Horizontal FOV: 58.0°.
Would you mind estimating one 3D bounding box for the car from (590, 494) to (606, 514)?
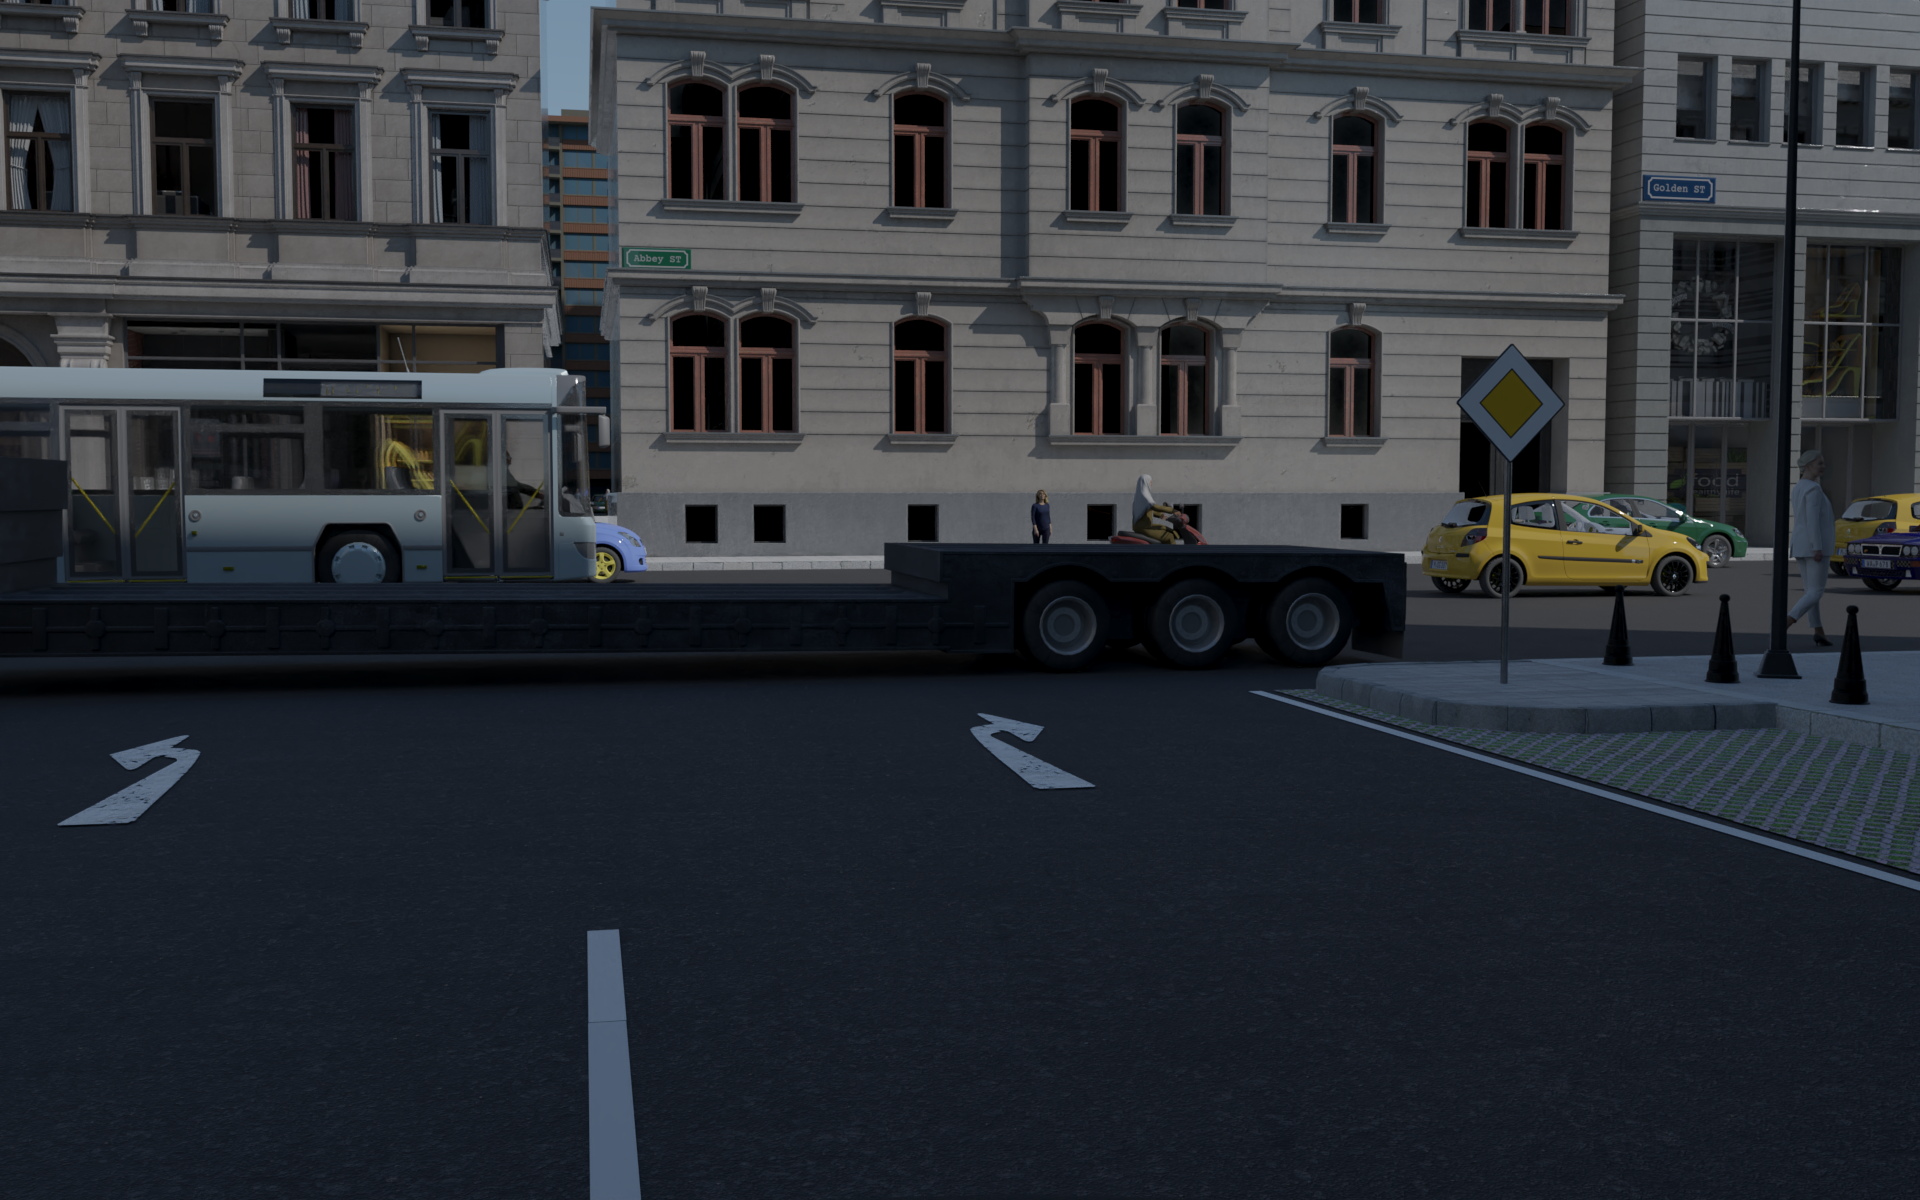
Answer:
[{"bbox_3d":[-23.470,-6.370,113.939,2.009,1.686,4.222,-1,4,-11],"label":"car"}]

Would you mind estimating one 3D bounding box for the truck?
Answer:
[{"bbox_3d":[-5.692,-1.444,13.371,18.799,4.110,2.967,-1,4,-13],"label":"truck"}]

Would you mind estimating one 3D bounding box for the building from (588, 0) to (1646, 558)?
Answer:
[{"bbox_3d":[2.650,-15.599,42.438,23.554,28.519,14.401,-1,4,-12],"label":"building"}]

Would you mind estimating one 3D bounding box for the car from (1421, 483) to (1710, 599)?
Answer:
[{"bbox_3d":[8.660,-0.887,24.727,3.980,1.641,2.015,-1,4,-10],"label":"car"}]

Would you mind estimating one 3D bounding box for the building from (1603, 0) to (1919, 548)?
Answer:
[{"bbox_3d":[28.824,-16.519,47.582,29.804,29.767,11.434,-1,4,-12],"label":"building"}]

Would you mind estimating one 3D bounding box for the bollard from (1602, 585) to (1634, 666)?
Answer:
[{"bbox_3d":[4.949,0.186,13.007,0.229,0.601,0.229,0,3,0],"label":"bollard"}]

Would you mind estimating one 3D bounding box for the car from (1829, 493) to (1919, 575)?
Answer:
[{"bbox_3d":[17.146,-1.215,30.093,3.980,1.641,2.015,-1,4,-11],"label":"car"}]

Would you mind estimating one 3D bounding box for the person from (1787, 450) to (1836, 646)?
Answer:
[{"bbox_3d":[7.902,-0.478,16.200,0.818,1.842,0.514,-1,4,-17],"label":"person"}]

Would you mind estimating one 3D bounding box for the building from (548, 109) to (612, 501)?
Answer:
[{"bbox_3d":[-43.179,-33.382,200.412,28.867,44.769,22.147,-1,4,-12],"label":"building"}]

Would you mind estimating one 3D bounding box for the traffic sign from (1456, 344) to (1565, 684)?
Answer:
[{"bbox_3d":[3.681,-0.491,11.664,0.795,2.450,0.064,-1,4,-12],"label":"traffic sign"}]

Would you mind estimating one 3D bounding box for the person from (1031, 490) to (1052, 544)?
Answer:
[{"bbox_3d":[1.451,-1.268,31.770,0.480,1.512,0.613,-3,4,-36],"label":"person"}]

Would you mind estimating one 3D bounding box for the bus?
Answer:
[{"bbox_3d":[-10.571,-1.674,22.236,13.247,3.499,2.948,-1,4,-13],"label":"bus"}]

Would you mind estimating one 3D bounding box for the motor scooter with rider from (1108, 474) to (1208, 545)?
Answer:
[{"bbox_3d":[3.114,-1.084,26.686,1.986,1.779,0.876,-1,4,-12],"label":"motor scooter with rider"}]

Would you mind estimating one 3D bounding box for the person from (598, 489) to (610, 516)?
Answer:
[{"bbox_3d":[-22.451,-6.181,110.289,1.217,1.736,0.721,1,4,13],"label":"person"}]

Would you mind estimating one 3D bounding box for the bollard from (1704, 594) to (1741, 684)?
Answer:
[{"bbox_3d":[5.206,0.259,11.806,0.229,0.601,0.229,0,3,0],"label":"bollard"}]

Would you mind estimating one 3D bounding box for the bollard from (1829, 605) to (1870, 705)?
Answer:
[{"bbox_3d":[5.465,0.332,10.621,0.229,0.601,0.229,0,3,0],"label":"bollard"}]

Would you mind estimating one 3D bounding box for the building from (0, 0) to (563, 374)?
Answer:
[{"bbox_3d":[-28.604,-11.228,34.484,40.483,20.767,10.553,-1,4,-12],"label":"building"}]

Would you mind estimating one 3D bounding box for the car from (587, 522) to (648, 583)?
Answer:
[{"bbox_3d":[-6.934,-1.128,28.028,3.694,1.707,1.945,-1,4,-12],"label":"car"}]

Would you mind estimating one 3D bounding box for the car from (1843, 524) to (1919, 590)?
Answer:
[{"bbox_3d":[15.094,-0.784,25.404,3.894,1.354,1.945,-1,4,-13],"label":"car"}]

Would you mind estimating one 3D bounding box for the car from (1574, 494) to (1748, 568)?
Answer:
[{"bbox_3d":[12.999,-1.354,33.937,4.920,1.459,2.131,-1,4,-12],"label":"car"}]

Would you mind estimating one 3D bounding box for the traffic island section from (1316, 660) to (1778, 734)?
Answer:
[{"bbox_3d":[3.702,0.644,11.746,2.009,0.180,2.903,-1,4,-12],"label":"traffic island section"}]

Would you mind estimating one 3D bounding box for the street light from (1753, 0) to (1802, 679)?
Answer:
[{"bbox_3d":[5.206,-2.405,11.867,1.470,5.913,1.316,-1,4,-12],"label":"street light"}]
